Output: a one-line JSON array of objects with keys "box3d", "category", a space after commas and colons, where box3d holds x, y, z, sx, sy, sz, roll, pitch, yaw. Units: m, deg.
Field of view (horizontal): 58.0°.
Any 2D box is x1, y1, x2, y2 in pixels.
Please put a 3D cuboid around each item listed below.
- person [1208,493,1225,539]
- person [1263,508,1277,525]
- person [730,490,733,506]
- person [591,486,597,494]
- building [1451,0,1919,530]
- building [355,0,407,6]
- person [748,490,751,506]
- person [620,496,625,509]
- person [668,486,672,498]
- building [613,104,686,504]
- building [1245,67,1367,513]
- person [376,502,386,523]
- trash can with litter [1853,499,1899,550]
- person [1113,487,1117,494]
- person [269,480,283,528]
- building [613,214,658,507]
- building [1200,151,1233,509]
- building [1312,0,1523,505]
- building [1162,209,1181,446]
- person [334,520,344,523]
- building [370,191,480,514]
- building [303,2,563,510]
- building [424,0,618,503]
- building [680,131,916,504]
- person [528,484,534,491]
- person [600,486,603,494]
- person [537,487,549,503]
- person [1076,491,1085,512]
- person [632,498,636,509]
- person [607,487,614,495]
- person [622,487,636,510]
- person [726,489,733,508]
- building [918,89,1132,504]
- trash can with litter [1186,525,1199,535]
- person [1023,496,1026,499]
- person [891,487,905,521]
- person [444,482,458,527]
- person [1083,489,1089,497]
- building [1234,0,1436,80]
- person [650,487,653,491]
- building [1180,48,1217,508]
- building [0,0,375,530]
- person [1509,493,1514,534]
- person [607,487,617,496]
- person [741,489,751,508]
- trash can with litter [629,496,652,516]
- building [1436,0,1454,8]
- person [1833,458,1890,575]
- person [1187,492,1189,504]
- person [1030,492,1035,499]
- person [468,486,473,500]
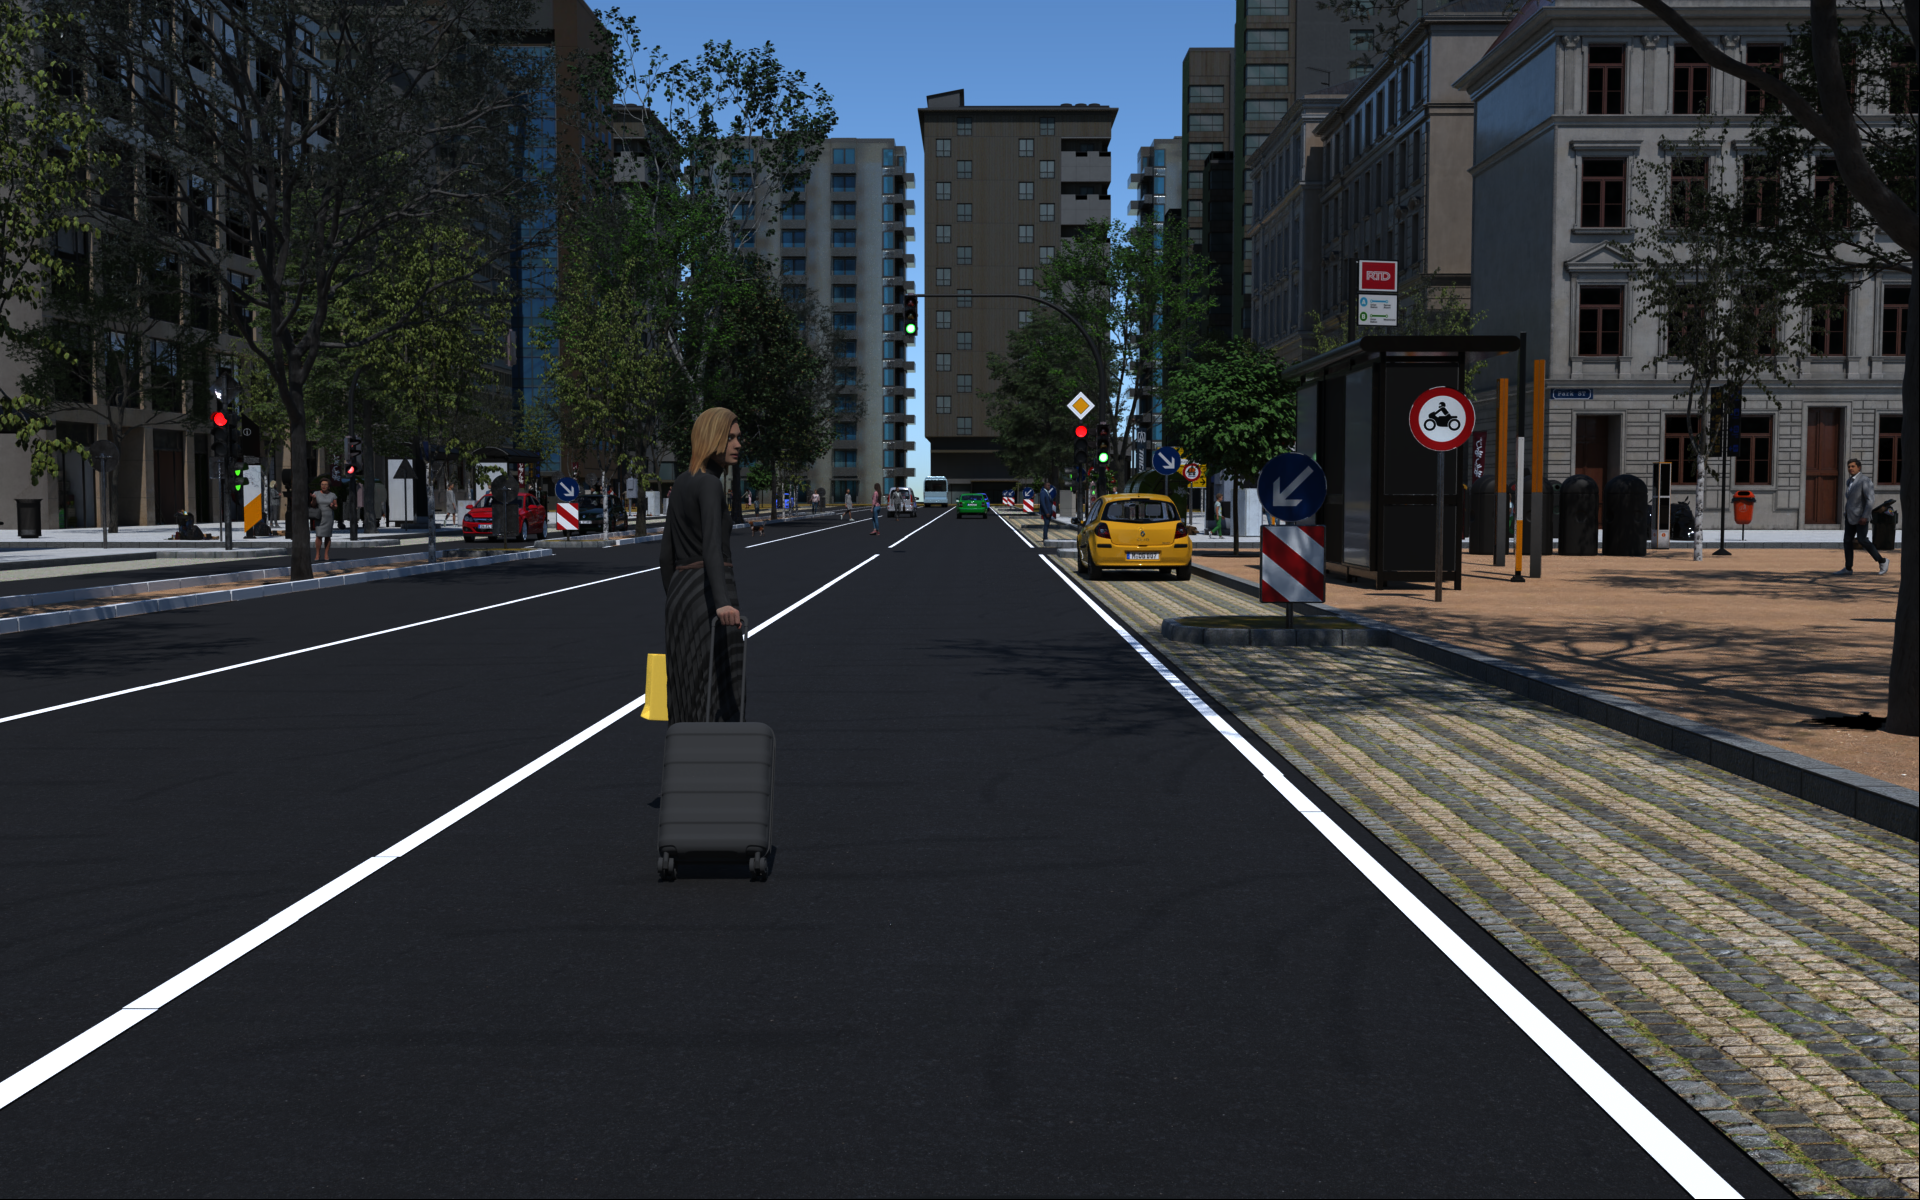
[{"box3d": [7.365, -2.407, 49.647, 0.590, 1.304, 0.306, -2, 4, -23], "category": "person"}, {"box3d": [11.374, -3.436, 62.895, 0.731, 1.740, 0.598, -3, 5, -42], "category": "person"}, {"box3d": [-24.476, -10.995, 186.260, 0.568, 1.767, 0.683, 3, 5, 42], "category": "person"}, {"box3d": [-16.992, -4.366, 80.069, 0.466, 1.800, 0.511, -2, 4, -34], "category": "person"}, {"box3d": [30.751, -14.052, 65.909, 21.152, 22.565, 11.583, 0, 4, 1], "category": "building"}, {"box3d": [-74.690, -48.395, 229.512, 20.611, 71.187, 20.563, 0, 4, 1], "category": "building"}, {"box3d": [-22.505, -10.896, 184.859, 0.551, 1.740, 0.621, 1, 4, 17], "category": "person"}, {"box3d": [-23.315, -6.536, 118.397, 0.738, 1.151, 1.012, 2, 4, 34], "category": "person"}, {"box3d": [-19.703, -6.854, 118.107, 0.555, 1.821, 0.388, -1, 4, -9], "category": "person"}, {"box3d": [-50.599, -39.442, 234.114, 27.495, 52.752, 28.713, 0, 4, 1], "category": "building"}, {"box3d": [26.536, -19.949, 112.071, 13.634, 28.700, 20.117, 0, 4, 1], "category": "building"}, {"box3d": [-25.358, -4.254, 75.874, 0.678, 1.792, 0.850, 2, 4, 27], "category": "person"}, {"box3d": [20.983, -1.741, 39.851, 1.055, 1.170, 0.624, 3, 5, 45], "category": "trash can with litter"}, {"box3d": [6.643, -4.047, 74.029, 0.330, 1.601, 0.589, -2, 4, -26], "category": "person"}, {"box3d": [-25.947, -3.639, 65.722, 0.526, 1.800, 0.537, 0, 4, -6], "category": "person"}, {"box3d": [-38.736, -24.854, 178.069, 14.107, 30.474, 14.160, 0, 4, 1], "category": "building"}, {"box3d": [27.485, -23.058, 148.701, 14.160, 30.474, 14.107, 0, 4, 1], "category": "building"}, {"box3d": [26.676, -17.876, 89.542, 12.463, 27.353, 25.104, 0, 4, 1], "category": "building"}, {"box3d": [27.498, -24.797, 177.129, 14.160, 30.474, 14.107, 0, 4, 1], "category": "building"}, {"box3d": [-27.859, -4.339, 77.652, 0.598, 1.740, 0.731, 2, 4, 31], "category": "person"}, {"box3d": [-38.218, -16.536, 106.528, 11.583, 22.565, 21.152, 0, 4, 1], "category": "building"}, {"box3d": [-48.751, -27.079, 134.623, 32.217, 40.220, 23.993, 0, 4, 1], "category": "building"}, {"box3d": [-38.928, -30.785, 153.439, 14.600, 45.320, 14.200, 0, 4, 1], "category": "building"}, {"box3d": [-21.170, -37.402, 231.124, 30.456, 49.044, 23.786, 0, 4, 1], "category": "building"}, {"box3d": [-25.430, -5.938, 102.491, 0.648, 1.900, 0.474, 2, 4, 35], "category": "person"}, {"box3d": [-21.030, -5.820, 101.541, 0.599, 1.781, 0.374, 2, 4, 31], "category": "person"}, {"box3d": [-31.335, -7.534, 129.301, 1.350, 1.814, 0.705, -1, 4, -12], "category": "person"}, {"box3d": [8.580, -7.341, 126.079, 0.705, 1.823, 1.348, 3, 5, 44], "category": "person"}, {"box3d": [-27.826, -8.635, 148.011, 1.217, 1.735, 0.721, 3, 5, 41], "category": "person"}, {"box3d": [-23.394, -6.688, 115.963, 0.524, 1.755, 0.480, -1, 4, -20], "category": "person"}, {"box3d": [-26.669, -8.118, 138.768, 1.348, 1.824, 0.705, 0, 4, 6], "category": "person"}, {"box3d": [-20.595, -9.028, 154.377, 1.217, 1.735, 0.721, 1, 4, 9], "category": "person"}, {"box3d": [8.544, -39.436, 234.009, 27.495, 52.752, 28.713, 0, 4, 1], "category": "building"}, {"box3d": [7.018, -2.630, 54.389, 1.055, 1.170, 0.624, 2, 4, 35], "category": "trash can with litter"}, {"box3d": [6.507, -10.103, 171.950, 0.721, 1.735, 1.217, -1, 4, -16], "category": "person"}, {"box3d": [-3.310, -5.124, 92.400, 0.709, 1.813, 0.853, -2, 4, -31], "category": "person"}, {"box3d": [-19.707, -3.684, 67.022, 0.466, 1.731, 0.760, 1, 4, 12], "category": "person"}, {"box3d": [11.078, -8.763, 149.836, 0.721, 1.766, 1.217, -3, 5, -43], "category": "person"}, {"box3d": [28.014, -27.566, 134.297, 14.154, 41.232, 14.086, 0, 4, 1], "category": "building"}, {"box3d": [-20.775, -6.750, 116.680, 0.678, 1.792, 0.850, 0, 4, -5], "category": "person"}, {"box3d": [27.552, -29.292, 162.526, 14.154, 41.232, 14.086, 0, 4, 1], "category": "building"}, {"box3d": [-42.220, -16.761, 78.564, 19.350, 26.468, 34.151, 0, 4, 1], "category": "building"}, {"box3d": [15.294, -2.316, 48.151, 0.590, 1.304, 0.306, -1, 4, -23], "category": "person"}, {"box3d": [-25.896, -7.494, 128.501, 1.348, 1.831, 0.705, 1, 4, 23], "category": "person"}, {"box3d": [-19.046, -9.032, 154.501, 0.721, 1.735, 1.217, 3, 4, 37], "category": "person"}, {"box3d": [-18.711, -5.455, 100.239, 2.233, 1.210, 1.678, 0, 4, -3], "category": "trash can with litter"}, {"box3d": [58.569, -52.545, 171.784, 31.000, 86.520, 22.319, 0, 4, 1], "category": "building"}, {"box3d": [14.247, -1.313, 27.364, 0.795, 1.843, 0.661, 0, 4, -3], "category": "person"}, {"box3d": [17.209, -7.683, 132.455, 1.217, 1.735, 0.721, 2, 4, 30], "category": "person"}, {"box3d": [7.145, -9.810, 169.621, 0.799, 1.438, 0.628, 3, 4, 38], "category": "person"}, {"box3d": [-26.504, -5.384, 94.095, 0.654, 1.822, 0.581, 0, 4, 8], "category": "person"}]
